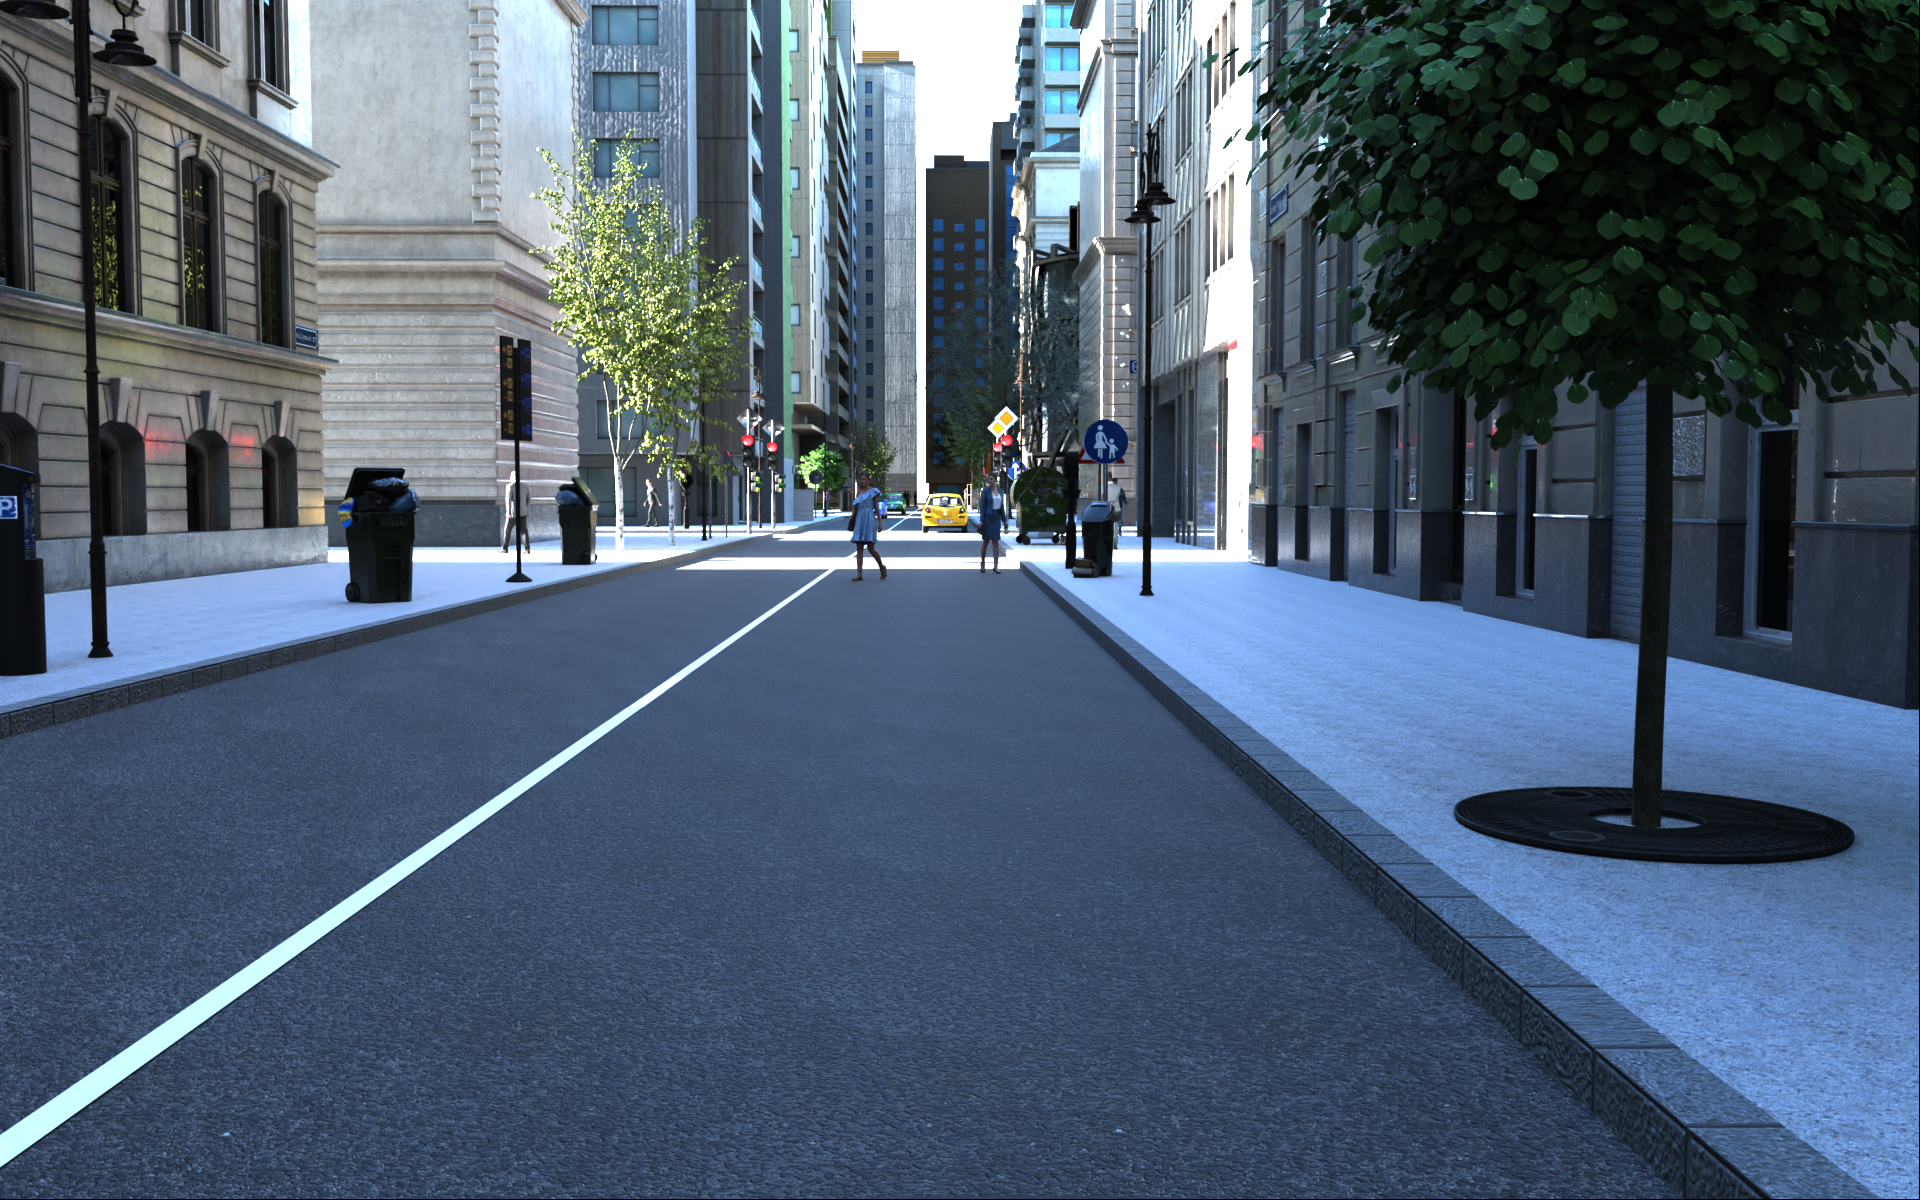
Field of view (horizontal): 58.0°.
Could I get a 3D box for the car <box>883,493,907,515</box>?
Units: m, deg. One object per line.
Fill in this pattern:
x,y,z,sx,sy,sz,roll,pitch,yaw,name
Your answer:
-4.718,-6.923,121.992,1.959,1.807,4.718,0,4,0,car

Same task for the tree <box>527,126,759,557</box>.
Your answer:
-6.779,-5.186,35.147,4.737,8.622,4.395,0,3,0,tree

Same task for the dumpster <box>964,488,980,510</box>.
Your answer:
0.926,-7.787,133.078,1.264,1.857,1.865,0,4,-1,dumpster

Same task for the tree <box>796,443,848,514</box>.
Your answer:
-8.812,-7.784,110.977,4.285,4.588,4.351,0,3,0,tree

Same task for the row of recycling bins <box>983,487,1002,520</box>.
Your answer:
1.573,-4.776,85.201,1.069,1.692,3.534,0,4,2,row of recycling bins

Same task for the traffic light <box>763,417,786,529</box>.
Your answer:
-6.792,-4.542,63.184,0.839,4.253,0.868,0,4,-1,traffic light

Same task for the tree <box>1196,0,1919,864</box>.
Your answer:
2.573,-1.399,6.584,4.285,4.588,4.351,0,3,0,tree

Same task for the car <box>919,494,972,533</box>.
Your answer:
-0.562,-3.387,65.606,2.015,1.641,3.980,0,4,0,car

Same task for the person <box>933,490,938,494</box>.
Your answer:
-2.251,-9.274,160.073,1.348,1.831,0.705,0,4,3,person

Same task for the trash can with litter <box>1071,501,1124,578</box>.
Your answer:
2.120,-0.947,26.877,0.624,1.170,1.055,1,4,21,trash can with litter

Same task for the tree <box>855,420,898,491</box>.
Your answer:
-8.559,-13.628,173.187,4.737,8.622,4.395,0,3,0,tree

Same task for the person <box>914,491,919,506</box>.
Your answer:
-5.127,-11.761,200.820,0.705,1.821,1.348,1,4,22,person

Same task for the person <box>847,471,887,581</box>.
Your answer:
-1.567,-1.231,28.725,0.616,1.811,0.778,3,4,38,person

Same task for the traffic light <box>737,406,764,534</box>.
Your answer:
-6.701,-4.054,55.199,0.839,4.253,0.868,0,4,-1,traffic light

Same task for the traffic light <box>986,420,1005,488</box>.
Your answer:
1.368,-4.549,63.292,0.839,4.253,0.868,0,4,-1,traffic light

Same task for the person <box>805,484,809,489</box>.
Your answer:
-8.362,-5.437,95.040,0.767,1.812,0.694,-3,5,-45,person

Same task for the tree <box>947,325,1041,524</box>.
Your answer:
1.699,-7.586,74.392,4.360,8.622,3.978,0,3,0,tree

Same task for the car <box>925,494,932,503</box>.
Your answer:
-2.838,-10.760,187.930,2.014,1.417,4.499,0,4,0,car

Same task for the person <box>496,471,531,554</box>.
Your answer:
-9.564,-1.878,37.147,0.834,1.777,0.661,2,4,28,person

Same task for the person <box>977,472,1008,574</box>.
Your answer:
0.576,-1.397,31.370,0.581,1.822,0.654,-1,4,-13,person

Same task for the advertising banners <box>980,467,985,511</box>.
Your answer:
1.428,-7.002,110.675,0.090,3.025,2.074,0,4,-7,advertising banners

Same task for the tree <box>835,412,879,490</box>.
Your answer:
-8.783,-12.224,150.225,4.360,8.622,3.978,0,3,0,tree

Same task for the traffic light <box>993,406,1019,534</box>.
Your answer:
1.459,-4.060,55.308,0.839,4.253,0.868,0,4,-1,traffic light

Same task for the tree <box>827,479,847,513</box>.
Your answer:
-8.373,-7.467,116.682,1.663,3.219,1.824,0,3,0,tree

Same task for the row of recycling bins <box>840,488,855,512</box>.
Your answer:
-8.276,-7.339,127.105,1.069,1.692,3.534,0,4,2,row of recycling bins

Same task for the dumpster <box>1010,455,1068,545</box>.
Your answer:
2.063,-2.544,44.096,1.502,2.255,1.985,0,4,-1,dumpster

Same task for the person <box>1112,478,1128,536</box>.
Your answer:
4.733,-2.825,52.584,0.623,1.781,0.721,-1,4,-15,person

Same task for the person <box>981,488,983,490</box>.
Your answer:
1.790,-8.005,137.112,0.419,1.800,0.721,-2,4,-30,person

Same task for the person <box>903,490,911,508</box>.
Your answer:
-5.731,-10.545,180.921,1.348,1.822,0.705,-1,4,-18,person

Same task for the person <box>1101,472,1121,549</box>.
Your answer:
3.453,-2.077,40.185,0.511,1.800,0.466,-2,4,-27,person

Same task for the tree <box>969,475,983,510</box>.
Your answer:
1.694,-9.148,144.171,1.663,3.219,1.824,0,3,0,tree

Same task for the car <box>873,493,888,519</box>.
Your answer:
-5.175,-5.634,101.713,1.945,1.707,3.694,0,4,1,car

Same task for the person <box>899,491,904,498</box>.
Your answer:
-6.219,-10.347,178.203,0.617,1.759,0.750,2,4,28,person

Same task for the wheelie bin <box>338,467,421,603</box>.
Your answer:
-6.859,-0.776,20.599,0.693,1.594,0.980,3,5,42,wheelie bin

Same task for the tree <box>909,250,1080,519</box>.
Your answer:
2.457,-10.870,88.090,12.009,13.543,11.850,0,3,0,tree

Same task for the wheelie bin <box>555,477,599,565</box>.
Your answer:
-6.980,-1.446,31.554,0.693,1.594,0.980,0,4,0,wheelie bin

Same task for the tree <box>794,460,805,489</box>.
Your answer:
-10.927,-6.847,106.546,1.663,3.219,1.824,0,3,0,tree

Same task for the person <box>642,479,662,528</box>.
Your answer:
-11.809,-3.684,66.061,0.755,1.850,0.659,-2,4,-30,person

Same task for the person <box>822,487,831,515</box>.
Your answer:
-8.021,-5.928,103.809,0.643,1.720,0.563,-1,4,-15,person

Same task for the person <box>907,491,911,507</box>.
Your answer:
-5.928,-11.537,197.141,0.705,1.823,1.348,3,5,39,person

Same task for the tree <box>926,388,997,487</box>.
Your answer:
0.429,-13.380,153.178,7.601,10.594,8.767,0,4,3,tree

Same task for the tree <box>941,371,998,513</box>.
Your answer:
1.234,-9.131,99.654,4.737,8.622,4.395,0,3,0,tree
